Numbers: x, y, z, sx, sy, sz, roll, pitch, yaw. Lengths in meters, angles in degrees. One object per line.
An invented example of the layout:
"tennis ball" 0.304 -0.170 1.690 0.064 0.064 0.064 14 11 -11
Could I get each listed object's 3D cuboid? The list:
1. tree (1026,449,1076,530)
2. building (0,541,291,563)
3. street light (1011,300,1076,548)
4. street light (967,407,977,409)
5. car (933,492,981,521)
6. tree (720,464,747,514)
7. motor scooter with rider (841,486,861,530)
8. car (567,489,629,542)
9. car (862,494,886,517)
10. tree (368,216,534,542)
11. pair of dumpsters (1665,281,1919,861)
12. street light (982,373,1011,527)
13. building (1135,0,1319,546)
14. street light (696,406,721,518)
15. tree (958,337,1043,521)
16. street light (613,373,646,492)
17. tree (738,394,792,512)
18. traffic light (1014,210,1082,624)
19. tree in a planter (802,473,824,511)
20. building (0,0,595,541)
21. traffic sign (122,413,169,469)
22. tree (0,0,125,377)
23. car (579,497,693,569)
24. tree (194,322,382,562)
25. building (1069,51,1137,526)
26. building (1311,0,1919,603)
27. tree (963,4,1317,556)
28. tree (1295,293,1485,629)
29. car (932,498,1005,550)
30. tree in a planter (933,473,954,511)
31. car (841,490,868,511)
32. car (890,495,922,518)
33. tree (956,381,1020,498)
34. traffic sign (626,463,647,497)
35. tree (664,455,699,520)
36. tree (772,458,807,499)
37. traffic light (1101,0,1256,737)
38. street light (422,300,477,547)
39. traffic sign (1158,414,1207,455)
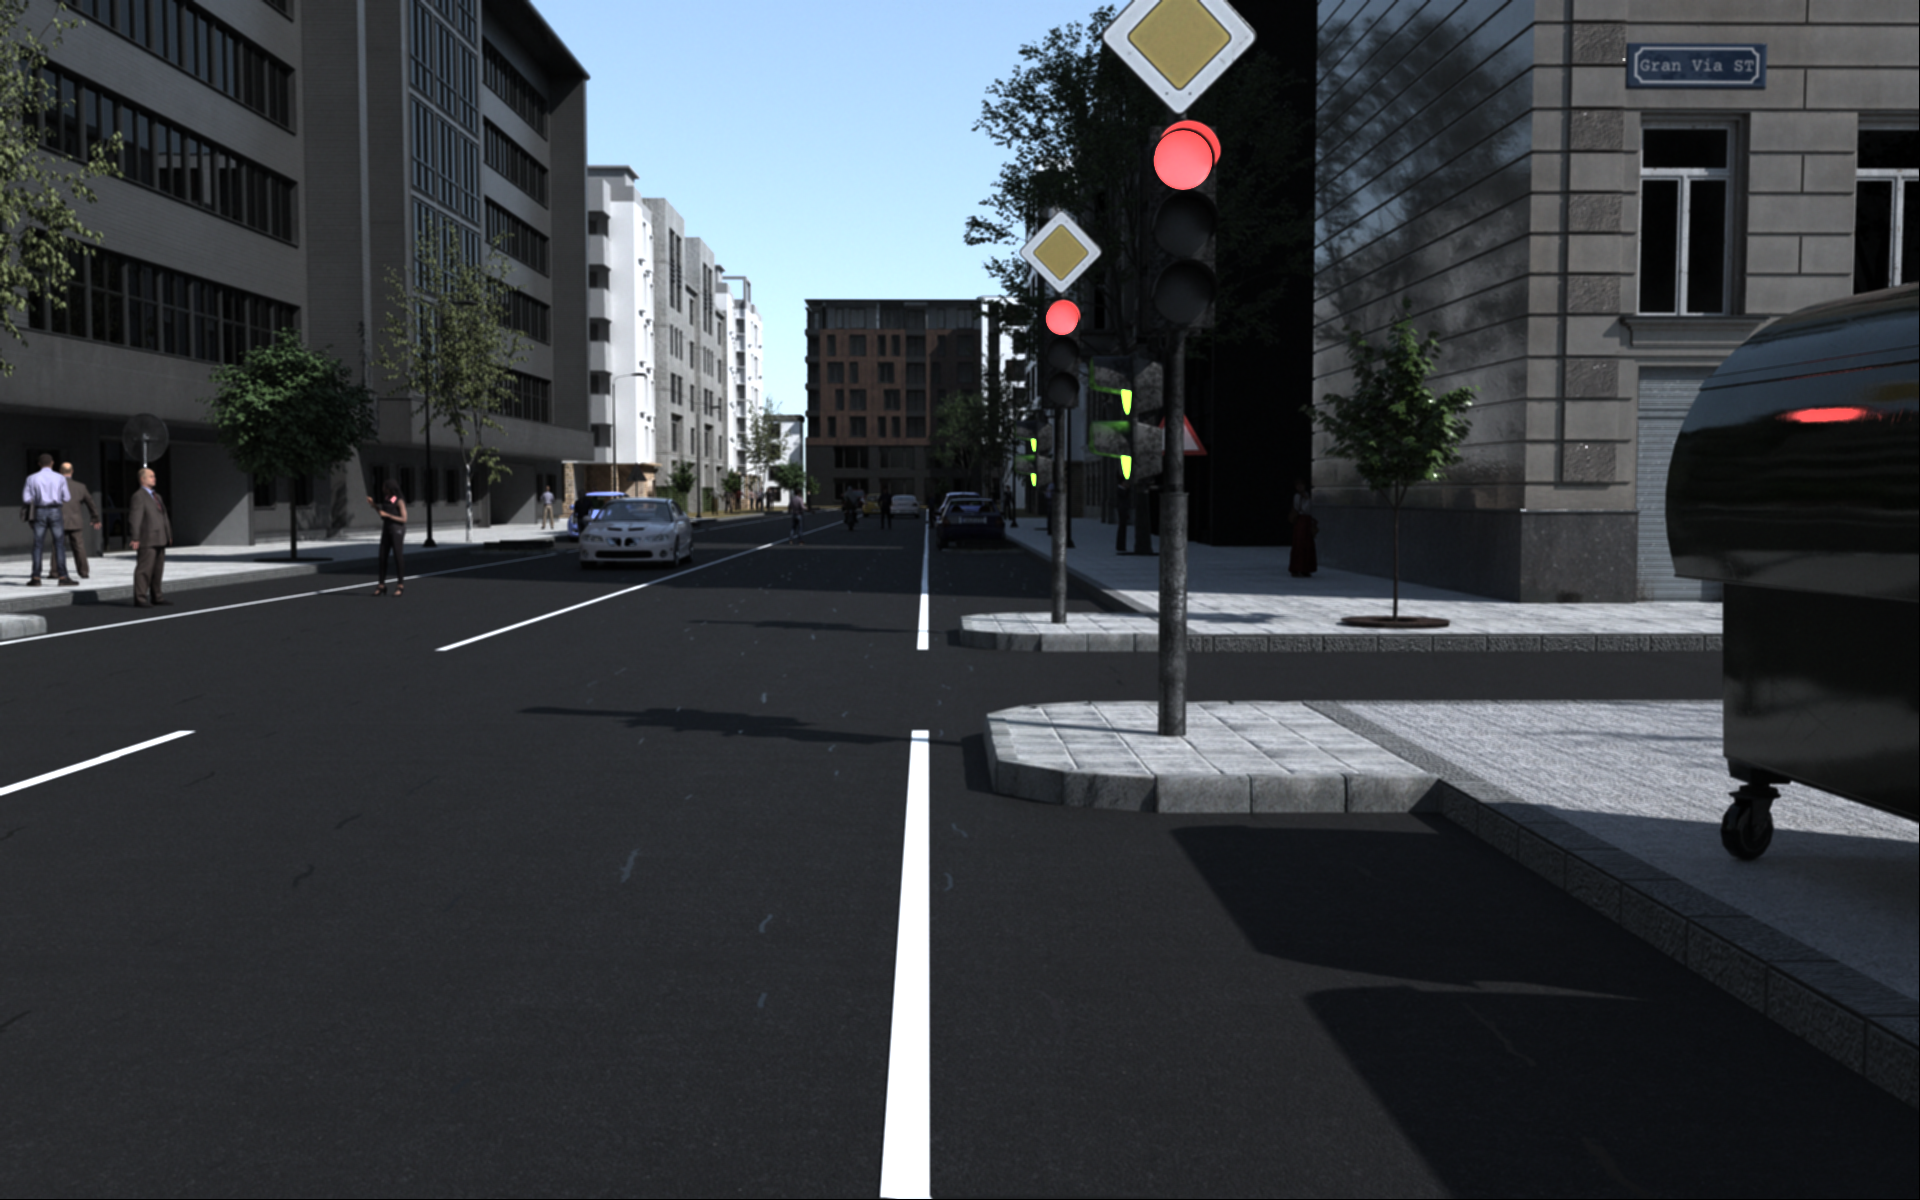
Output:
"tree" 3.052 -4.133 62.174 1.663 3.219 1.824 0 3 0
"building" -23.141 -13.128 33.715 14.314 24.678 30.058 0 4 -1
"street light" 2.053 -4.197 41.168 1.470 5.913 1.316 0 4 -1
"street light" 1.030 -7.317 92.181 1.470 5.913 1.316 0 4 -1
"car" 0.070 -3.027 59.086 1.945 1.707 3.694 0 4 -3
"tree" -14.941 -7.240 112.973 1.663 3.219 1.824 0 3 0
"motor scooter with rider" -4.298 -3.655 68.724 0.876 1.779 1.986 0 4 -3
"car" -10.805 -2.632 52.632 1.945 1.707 3.694 0 4 -1
"car" -5.138 -5.989 108.138 2.015 1.641 3.980 0 4 0
"tree" -13.117 -5.824 45.583 4.737 8.622 4.395 0 3 0
"pair of dumpsters" 3.337 -0.093 4.022 1.574 2.255 4.436 0 4 -1
"street light" 1.545 -5.755 66.639 1.470 5.913 1.316 0 4 -1
"building" 12.168 -13.455 49.665 12.332 23.373 15.834 0 4 -1
"street light" -13.273 -7.270 91.406 1.470 5.913 1.316 0 4 -1
"tree" 1.960 -7.931 80.038 4.737 8.622 4.395 0 3 0
"street light" -12.718 -5.744 66.454 1.470 5.913 1.316 0 4 -1
"tree" -14.471 -10.824 127.340 4.737 8.622 4.395 0 3 0
"traffic light" 0.964 -1.704 17.100 0.839 4.213 0.868 0 4 -1
"tree in a planter" -12.471 -9.078 145.647 1.991 3.239 1.994 0 4 -1
"building" -23.592 -15.006 64.417 14.314 24.678 30.058 0 4 -1
"traffic sign" -12.857 -1.666 27.342 0.768 2.556 0.104 0 4 7
"tree" -12.664 -4.366 21.751 4.737 8.622 4.395 0 3 0
"car" -6.457 -1.378 34.888 2.083 1.381 4.827 0 4 -3
"tree" -12.914 -3.027 33.203 4.285 4.588 4.351 0 3 0
"building" 12.053 -15.644 74.858 14.460 24.649 34.723 0 4 -1
"building" 18.574 -13.948 25.322 25.104 27.353 12.463 0 4 -1
"tree" 3.904 -6.753 36.168 9.928 11.665 9.643 0 3 0
"tree" 4.304 -1.356 16.770 1.663 3.219 1.824 0 3 0
"car" 0.256 -2.027 45.730 1.945 1.354 3.894 0 4 -2
"tree in a planter" -1.377 -9.130 146.504 1.991 3.239 1.994 0 4 -1
"car" -8.835 -8.400 146.019 2.281 1.827 5.304 0 4 0
"car" -3.342 -5.586 103.692 2.083 1.381 4.827 0 4 -1
"tree" 1.797 -9.948 113.008 4.360 8.622 3.978 0 3 0
"traffic sign" -13.334 -4.368 71.426 0.884 2.594 0.081 0 4 8
"tree" -13.887 -5.639 86.796 1.663 3.219 1.824 0 3 0
"tree" -15.285 -10.532 155.907 4.285 4.588 4.351 0 3 0
"traffic light" 1.111 -1.215 9.116 0.839 4.213 0.868 0 4 -1
"street light" -12.256 -4.225 41.625 1.470 5.913 1.316 0 4 -1
"traffic sign" 2.954 -1.459 23.858 0.884 2.594 0.081 1 4 8
